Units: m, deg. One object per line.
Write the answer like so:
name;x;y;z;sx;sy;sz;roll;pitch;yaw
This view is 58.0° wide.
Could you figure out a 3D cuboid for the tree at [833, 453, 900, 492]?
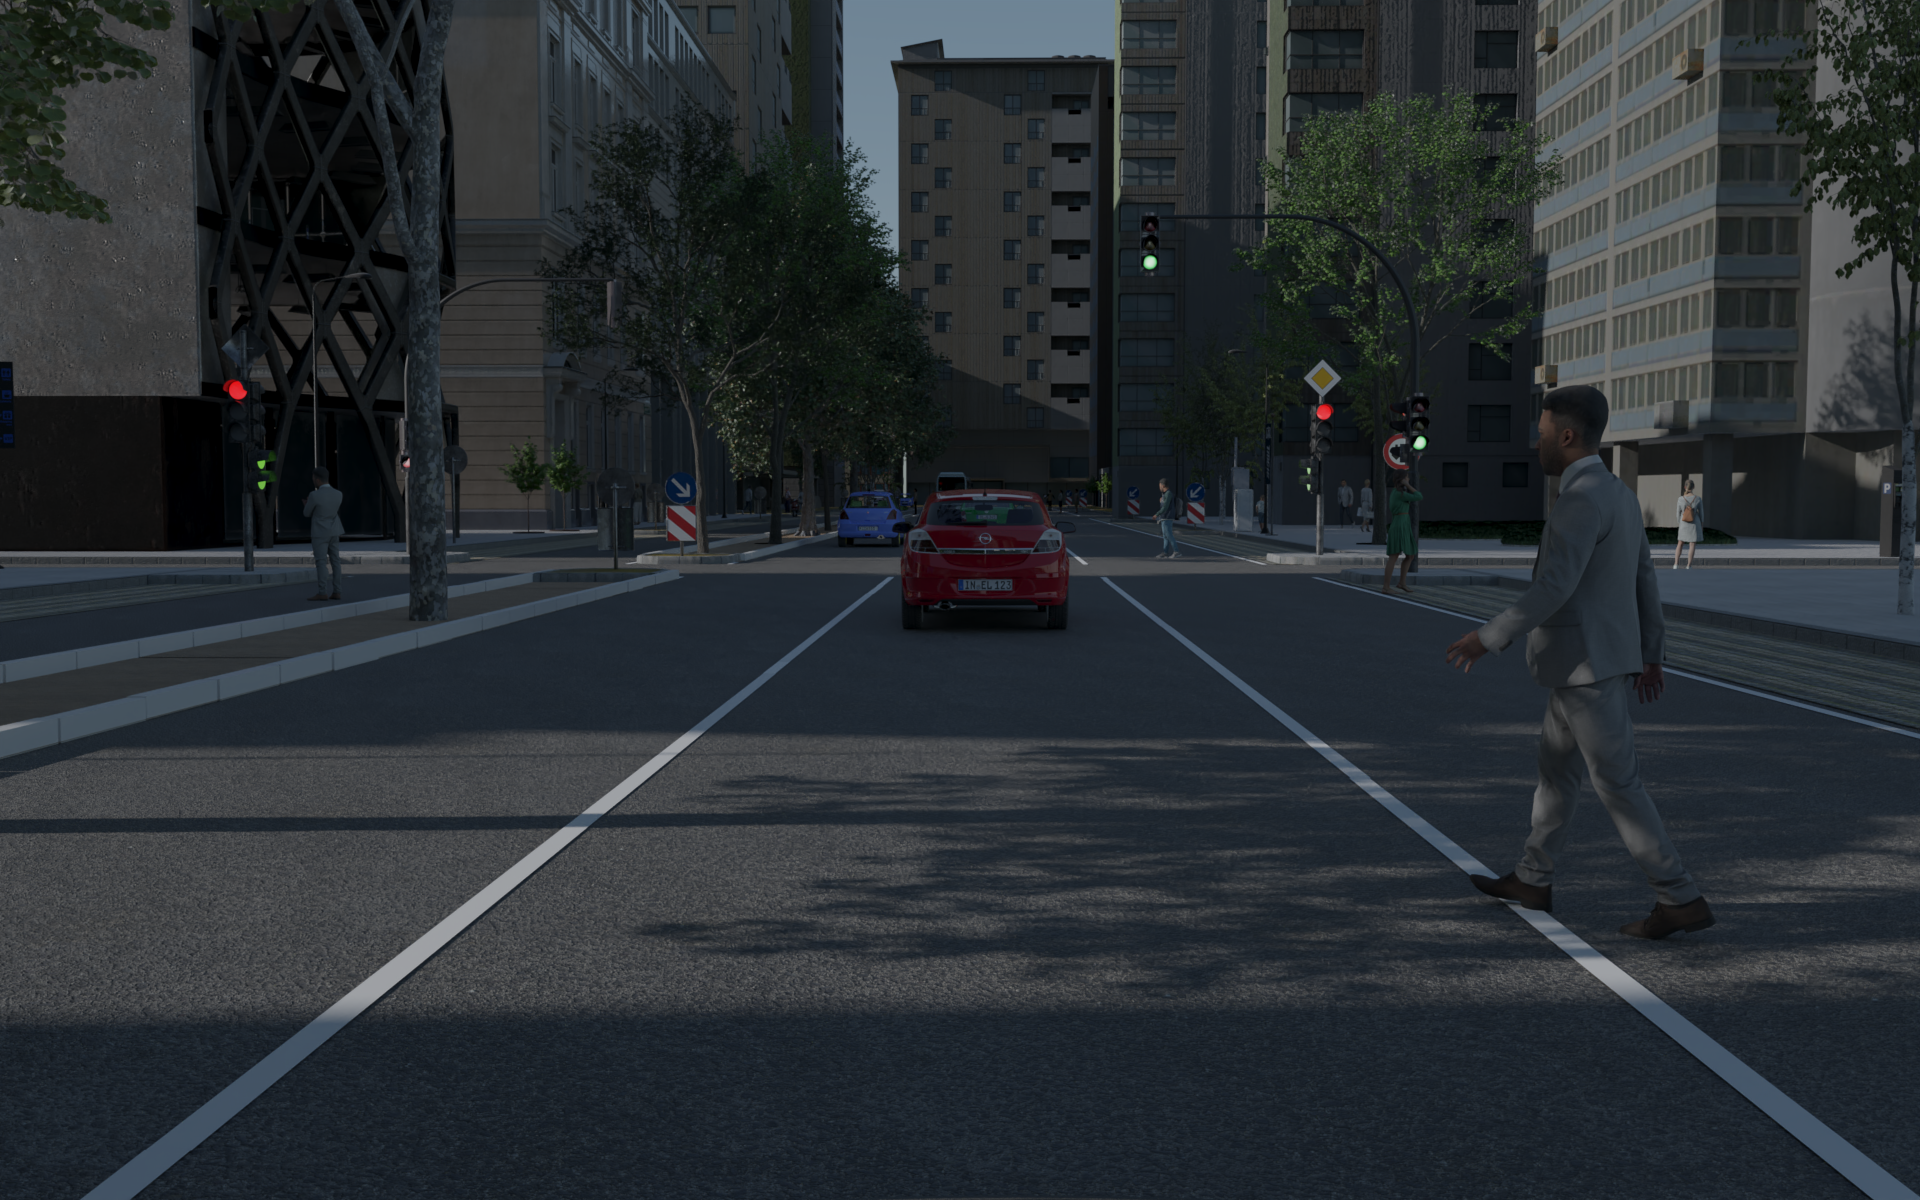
tree;-4.763;-8.647;94.205;4.360;8.622;3.978;0;3;0

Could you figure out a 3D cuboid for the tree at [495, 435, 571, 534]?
tree;-13.996;-3.782;56.441;1.663;3.219;1.824;0;3;0

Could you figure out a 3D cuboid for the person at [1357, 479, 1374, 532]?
person;13.696;-3.187;58.507;0.624;1.780;0.694;-1;4;-20

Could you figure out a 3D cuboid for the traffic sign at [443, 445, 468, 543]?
traffic sign;-13.166;-2.746;45.007;0.768;2.556;0.104;0;4;5

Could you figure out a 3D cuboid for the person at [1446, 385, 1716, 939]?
person;2.085;0.185;5.742;0.850;1.792;0.678;3;4;36

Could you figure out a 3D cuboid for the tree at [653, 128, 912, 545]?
tree;-5.129;-7.369;48.700;9.928;11.665;9.643;0;3;0

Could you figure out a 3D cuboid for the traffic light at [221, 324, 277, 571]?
traffic light;-11.787;-2.429;28.639;0.839;4.253;0.868;0;4;1

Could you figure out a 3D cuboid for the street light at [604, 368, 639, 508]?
street light;-12.513;-5.583;63.825;1.470;5.913;1.316;0;4;1

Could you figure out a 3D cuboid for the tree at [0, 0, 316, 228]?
tree;-6.420;-5.308;7.371;7.486;12.596;7.792;0;3;0

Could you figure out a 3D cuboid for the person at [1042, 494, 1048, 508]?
person;8.801;-10.105;176.899;0.799;1.438;0.628;0;4;-1

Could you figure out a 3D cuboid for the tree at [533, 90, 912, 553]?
tree;-5.713;-6.235;38.811;8.767;10.594;7.601;0;4;1

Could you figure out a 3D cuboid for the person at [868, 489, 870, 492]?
person;-6.382;-6.889;121.132;0.705;1.824;1.348;2;4;35

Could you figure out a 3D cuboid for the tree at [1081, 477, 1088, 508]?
tree;12.209;-10.106;159.827;1.663;3.219;1.824;0;3;0

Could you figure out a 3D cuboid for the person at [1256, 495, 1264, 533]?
person;10.048;-2.878;57.781;0.332;1.250;0.352;3;5;44

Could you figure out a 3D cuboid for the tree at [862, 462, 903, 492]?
tree;-4.536;-8.363;89.560;4.737;8.622;4.395;0;3;0

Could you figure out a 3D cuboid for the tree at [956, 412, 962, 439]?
tree;-4.783;-9.677;77.690;9.611;12.733;9.660;0;3;0

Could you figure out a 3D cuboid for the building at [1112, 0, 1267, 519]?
building;16.145;-25.698;103.764;14.154;41.232;14.086;0;4;1

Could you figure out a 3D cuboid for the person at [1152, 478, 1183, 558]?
person;4.648;-1.836;38.869;0.721;1.781;0.623;0;4;0

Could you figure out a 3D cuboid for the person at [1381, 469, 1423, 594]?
person;6.284;-0.983;24.812;0.529;1.795;0.600;-1;4;-9

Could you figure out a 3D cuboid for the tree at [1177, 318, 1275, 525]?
tree;10.891;-7.419;71.664;4.360;8.622;3.978;0;3;0

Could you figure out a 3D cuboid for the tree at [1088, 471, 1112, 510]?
tree;11.911;-9.047;142.516;1.663;3.219;1.824;0;3;0

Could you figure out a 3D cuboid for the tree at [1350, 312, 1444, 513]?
tree;16.931;-7.236;68.669;4.737;8.622;4.395;0;3;0

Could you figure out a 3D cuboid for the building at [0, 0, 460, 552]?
building;-22.647;-10.945;46.395;16.820;18.784;16.811;0;4;1

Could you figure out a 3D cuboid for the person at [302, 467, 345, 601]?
person;-8.640;-0.903;23.448;0.466;1.800;0.511;1;4;18

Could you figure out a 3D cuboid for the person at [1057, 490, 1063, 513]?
person;7.362;-7.269;128.136;0.721;1.735;1.217;0;4;-6

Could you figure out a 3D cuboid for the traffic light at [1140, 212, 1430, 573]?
traffic light;5.277;-3.272;28.162;4.771;5.953;1.251;0;4;1

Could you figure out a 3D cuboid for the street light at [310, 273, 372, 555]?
street light;-13.042;-3.914;36.543;1.470;5.913;1.316;0;4;1

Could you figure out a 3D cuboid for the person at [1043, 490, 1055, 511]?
person;7.711;-8.580;148.877;1.348;1.812;0.705;-3;5;-41

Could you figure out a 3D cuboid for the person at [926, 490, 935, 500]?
person;-2.161;-7.903;138.431;1.217;1.743;0.721;-1;4;-20

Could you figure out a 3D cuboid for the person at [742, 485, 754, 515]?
person;-13.044;-6.155;106.521;0.661;1.843;0.795;3;5;43

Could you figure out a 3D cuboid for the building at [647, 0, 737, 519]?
building;-20.065;-19.487;96.112;11.434;29.767;29.804;0;4;1

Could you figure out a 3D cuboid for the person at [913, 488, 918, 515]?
person;-3.121;-6.822;120.057;0.705;1.823;1.348;0;4;-2

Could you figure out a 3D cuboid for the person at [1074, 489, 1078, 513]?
person;8.596;-7.330;128.352;0.705;1.824;1.348;0;4;4

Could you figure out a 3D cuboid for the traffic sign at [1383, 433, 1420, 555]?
traffic sign;9.266;-2.218;36.378;0.768;2.556;0.104;1;4;10

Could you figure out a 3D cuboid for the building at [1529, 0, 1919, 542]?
building;32.692;-22.129;53.692;23.993;40.220;32.217;0;4;1

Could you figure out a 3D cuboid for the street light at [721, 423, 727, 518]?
street light;-11.986;-7.298;91.868;1.470;5.913;1.316;0;4;1

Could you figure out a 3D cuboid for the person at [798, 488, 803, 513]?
person;-10.168;-6.331;111.859;0.661;1.843;0.795;-2;4;-28

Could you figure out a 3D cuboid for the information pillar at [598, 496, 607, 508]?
information pillar;-12.944;-3.557;62.656;0.304;2.012;0.304;-1;4;-10

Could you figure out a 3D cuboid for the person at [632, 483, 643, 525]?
person;-13.407;-3.993;71.885;0.362;1.759;0.519;2;4;31

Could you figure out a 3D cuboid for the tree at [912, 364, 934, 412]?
tree;-5.111;-7.985;67.427;8.767;10.594;7.601;0;4;1

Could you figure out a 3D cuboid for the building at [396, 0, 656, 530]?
building;-20.737;-17.418;70.696;13.634;28.700;20.117;0;4;1

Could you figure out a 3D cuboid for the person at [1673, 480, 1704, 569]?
person;13.563;-1.390;32.234;0.512;1.701;0.522;2;4;24

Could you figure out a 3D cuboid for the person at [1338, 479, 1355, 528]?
person;14.411;-3.597;64.700;0.795;1.843;0.661;-3;5;-44

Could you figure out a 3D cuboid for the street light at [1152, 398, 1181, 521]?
street light;9.971;-6.804;83.791;1.470;5.913;1.316;0;4;1

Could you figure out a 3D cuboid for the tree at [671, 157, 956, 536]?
tree;-5.155;-8.514;58.671;9.611;12.733;9.660;0;3;0

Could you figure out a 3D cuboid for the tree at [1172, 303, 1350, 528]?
tree;11.219;-6.984;64.545;4.737;8.622;4.395;0;3;0

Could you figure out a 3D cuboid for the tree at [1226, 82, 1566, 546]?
tree;10.770;-7.201;43.493;9.928;11.665;9.643;0;3;0

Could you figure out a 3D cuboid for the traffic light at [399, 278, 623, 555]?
traffic light;-9.529;-3.789;36.615;4.771;5.953;1.251;0;4;1

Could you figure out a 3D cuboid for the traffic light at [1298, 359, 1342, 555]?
traffic light;7.535;-2.894;36.244;0.839;4.253;0.868;0;4;1

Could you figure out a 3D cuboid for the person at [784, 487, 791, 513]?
person;-11.941;-6.917;119.680;0.434;1.755;0.990;-2;4;-27

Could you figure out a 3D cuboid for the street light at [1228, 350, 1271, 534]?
street light;9.334;-5.096;55.860;1.470;5.913;1.316;0;4;1

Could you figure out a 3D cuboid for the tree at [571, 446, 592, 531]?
tree;-13.516;-3.982;59.710;1.663;3.219;1.824;0;3;0

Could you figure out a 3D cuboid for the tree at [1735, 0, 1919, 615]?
tree;10.190;-4.137;18.004;4.737;8.622;4.395;0;3;0

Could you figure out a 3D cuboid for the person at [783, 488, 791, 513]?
person;-11.748;-6.762;117.532;0.436;1.711;0.756;-1;4;-17

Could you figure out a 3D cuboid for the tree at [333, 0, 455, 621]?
tree;-7.211;-9.879;19.872;12.611;20.169;13.585;0;3;0

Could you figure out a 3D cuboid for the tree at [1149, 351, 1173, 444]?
tree;10.860;-7.879;79.185;4.737;8.622;4.395;0;3;0
